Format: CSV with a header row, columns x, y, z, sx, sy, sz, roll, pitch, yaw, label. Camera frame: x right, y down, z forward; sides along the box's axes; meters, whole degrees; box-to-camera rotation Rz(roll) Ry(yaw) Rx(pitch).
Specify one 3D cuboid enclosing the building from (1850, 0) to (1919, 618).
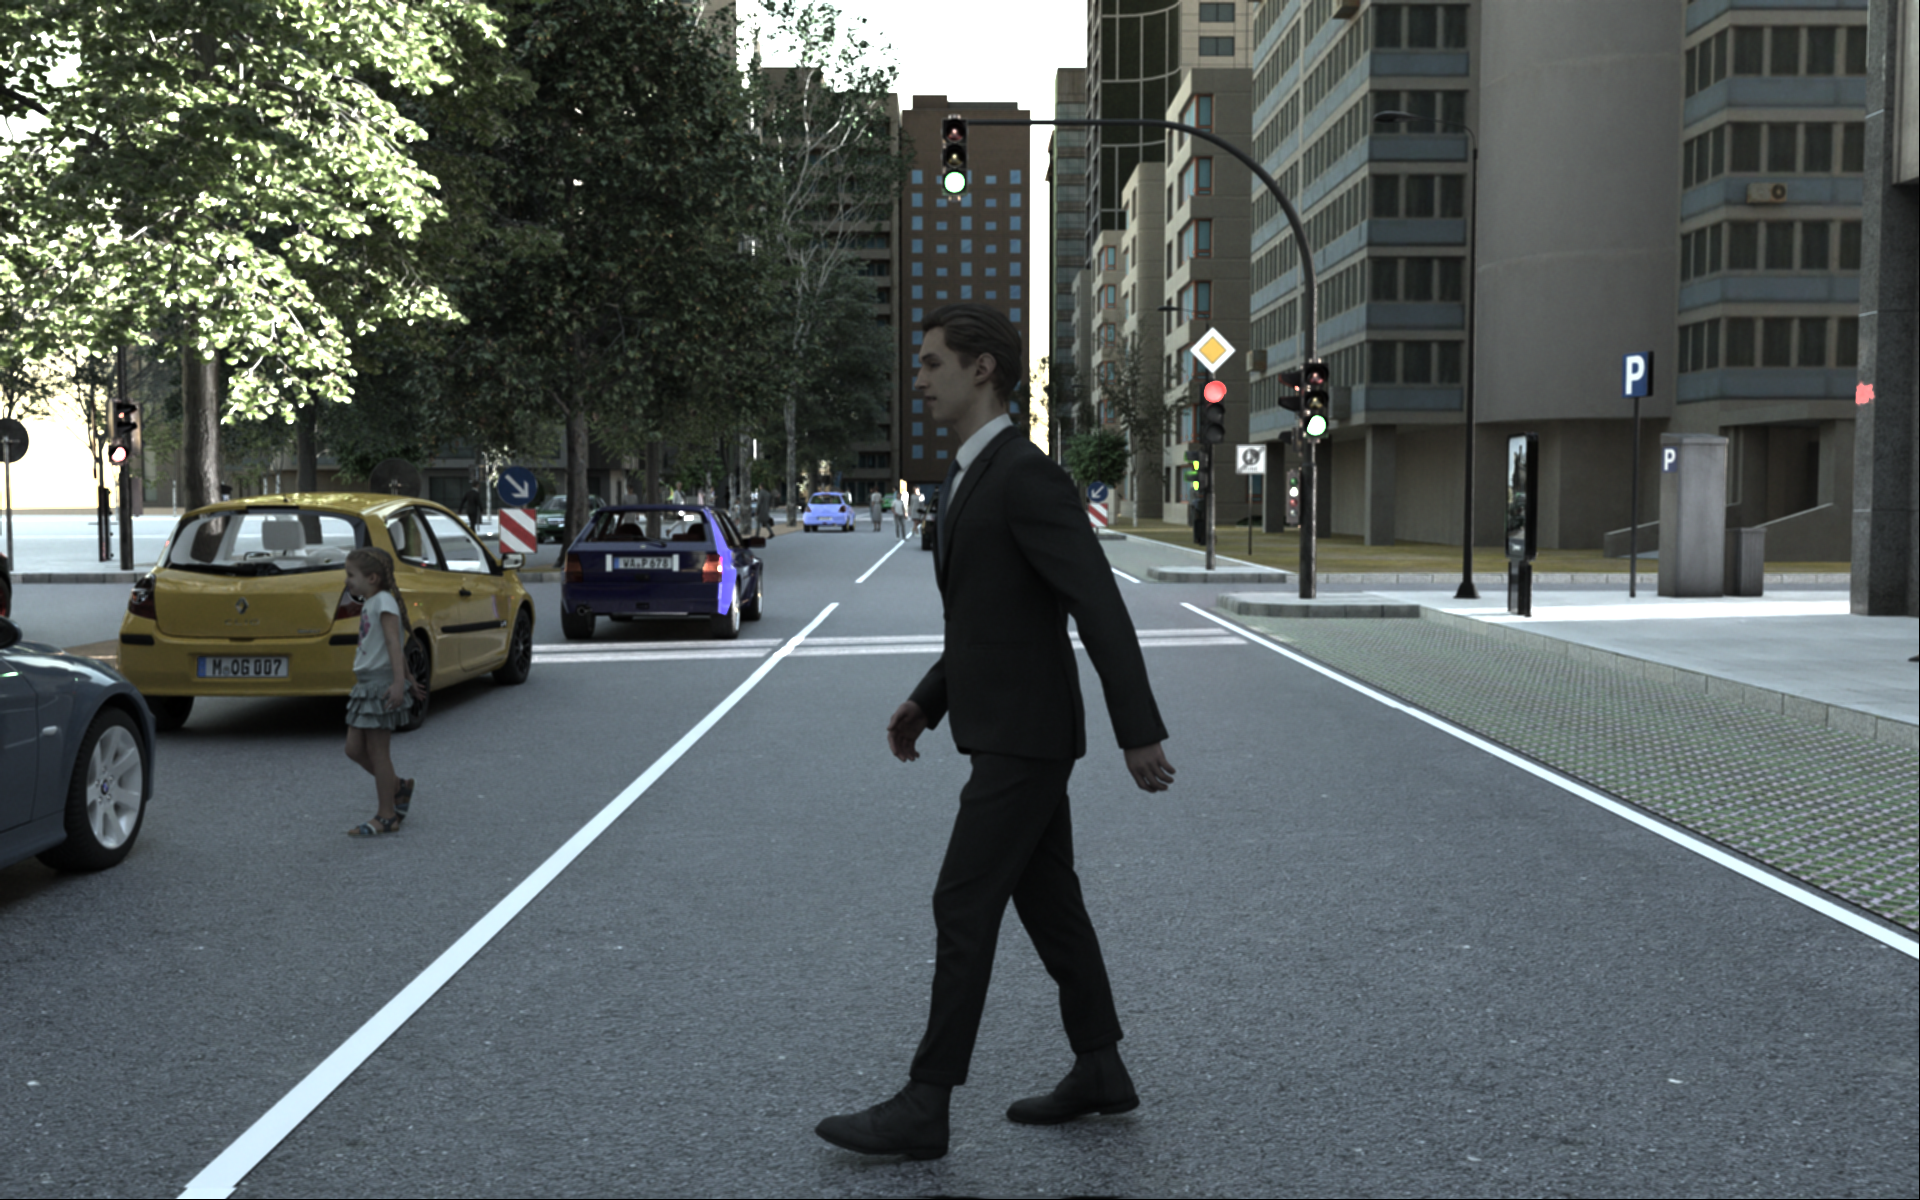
x,y,z,sx,sy,sz,roll,pitch,yaw,label
15.583,-11.615,7.922,12.078,24.808,19.932,0,4,0,building

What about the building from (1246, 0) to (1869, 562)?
x,y,z,sx,sy,sz,roll,pitch,yaw,label
21.359,-21.754,47.554,23.993,40.220,32.217,0,4,0,building

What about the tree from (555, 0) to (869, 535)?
x,y,z,sx,sy,sz,roll,pitch,yaw,label
-8.709,-12.380,60.766,12.611,20.169,13.585,0,3,0,tree

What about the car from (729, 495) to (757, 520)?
x,y,z,sx,sy,sz,roll,pitch,yaw,label
-11.610,-5.072,94.937,2.014,1.417,4.499,0,4,-1,car

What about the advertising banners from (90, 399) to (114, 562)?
x,y,z,sx,sy,sz,roll,pitch,yaw,label
-16.354,-2.250,32.976,0.090,3.025,2.074,-1,4,-18,advertising banners

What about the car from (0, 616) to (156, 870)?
x,y,z,sx,sy,sz,roll,pitch,yaw,label
-4.047,0.421,5.117,2.014,1.417,4.499,0,4,-2,car

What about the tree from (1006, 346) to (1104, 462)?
x,y,z,sx,sy,sz,roll,pitch,yaw,label
5.907,-10.717,109.633,7.601,10.594,8.767,0,4,8,tree

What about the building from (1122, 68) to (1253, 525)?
x,y,z,sx,sy,sz,roll,pitch,yaw,label
23.139,-14.681,85.072,27.650,21.520,28.899,0,4,0,building

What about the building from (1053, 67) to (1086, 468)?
x,y,z,sx,sy,sz,roll,pitch,yaw,label
16.044,-29.723,169.566,14.154,41.232,14.086,0,4,0,building

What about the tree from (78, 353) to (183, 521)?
x,y,z,sx,sy,sz,roll,pitch,yaw,label
-40.172,-8.089,82.616,4.737,8.622,4.395,0,3,0,tree

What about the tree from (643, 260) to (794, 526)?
x,y,z,sx,sy,sz,roll,pitch,yaw,label
-6.880,-6.089,52.367,4.737,8.622,4.395,0,3,0,tree

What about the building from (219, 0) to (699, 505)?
x,y,z,sx,sy,sz,roll,pitch,yaw,label
-36.194,-26.806,130.154,32.217,40.220,23.993,0,4,0,building

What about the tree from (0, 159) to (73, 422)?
x,y,z,sx,sy,sz,roll,pitch,yaw,label
-21.162,-5.279,36.666,4.360,8.622,3.978,0,3,0,tree

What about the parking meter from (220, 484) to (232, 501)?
x,y,z,sx,sy,sz,roll,pitch,yaw,label
-16.366,-1.841,38.511,0.372,1.533,0.369,0,3,0,parking meter

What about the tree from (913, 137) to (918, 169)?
x,y,z,sx,sy,sz,roll,pitch,yaw,label
-8.579,-13.308,75.927,12.611,20.169,13.585,0,3,0,tree

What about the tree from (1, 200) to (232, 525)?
x,y,z,sx,sy,sz,roll,pitch,yaw,label
-36.355,-9.942,72.923,12.009,13.543,11.850,0,3,0,tree

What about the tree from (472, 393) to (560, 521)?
x,y,z,sx,sy,sz,roll,pitch,yaw,label
-21.834,-8.380,87.383,4.360,8.622,3.978,0,3,0,tree

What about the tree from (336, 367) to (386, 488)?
x,y,z,sx,sy,sz,roll,pitch,yaw,label
-27.087,-8.210,84.599,4.737,8.622,4.395,0,3,0,tree

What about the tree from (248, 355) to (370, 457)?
x,y,z,sx,sy,sz,roll,pitch,yaw,label
-33.899,-9.574,90.946,7.601,10.594,8.767,-1,4,-15,tree

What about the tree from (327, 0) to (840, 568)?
x,y,z,sx,sy,sz,roll,pitch,yaw,label
-7.216,-6.907,32.387,9.611,12.733,9.660,0,3,0,tree

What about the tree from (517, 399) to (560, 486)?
x,y,z,sx,sy,sz,roll,pitch,yaw,label
-24.323,-9.176,100.396,4.737,8.622,4.395,0,3,0,tree

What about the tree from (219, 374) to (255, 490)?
x,y,z,sx,sy,sz,roll,pitch,yaw,label
-41.714,-9.061,98.503,4.360,8.622,3.978,0,3,0,tree

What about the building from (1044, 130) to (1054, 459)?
x,y,z,sx,sy,sz,roll,pitch,yaw,label
22.926,-33.467,201.816,28.867,44.769,22.147,0,4,0,building

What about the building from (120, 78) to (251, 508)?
x,y,z,sx,sy,sz,roll,pitch,yaw,label
-72.005,-29.744,169.914,14.086,41.232,14.154,0,4,0,building

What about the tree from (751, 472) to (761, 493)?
x,y,z,sx,sy,sz,roll,pitch,yaw,label
-16.961,-8.932,140.646,1.663,3.219,1.824,0,3,0,tree

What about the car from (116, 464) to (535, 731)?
x,y,z,sx,sy,sz,roll,pitch,yaw,label
-4.134,-0.102,11.895,2.015,1.641,3.980,0,3,0,car

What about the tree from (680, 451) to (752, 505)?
x,y,z,sx,sy,sz,roll,pitch,yaw,label
-17.182,-8.132,116.671,4.285,4.588,4.351,0,3,0,tree

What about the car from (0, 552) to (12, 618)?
x,y,z,sx,sy,sz,roll,pitch,yaw,label
-10.586,-0.382,16.035,2.009,1.686,4.222,0,4,2,car

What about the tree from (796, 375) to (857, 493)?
x,y,z,sx,sy,sz,roll,pitch,yaw,label
-7.540,-8.683,94.791,4.360,8.622,3.978,0,3,0,tree

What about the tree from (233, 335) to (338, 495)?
x,y,z,sx,sy,sz,roll,pitch,yaw,label
-33.138,-8.107,82.911,4.737,8.622,4.395,0,3,0,tree

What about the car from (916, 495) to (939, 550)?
x,y,z,sx,sy,sz,roll,pitch,yaw,label
-0.149,-2.187,45.547,2.009,1.686,4.222,0,4,-1,car

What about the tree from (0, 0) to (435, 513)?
x,y,z,sx,sy,sz,roll,pitch,yaw,label
-7.197,-5.855,16.319,7.486,12.596,7.792,0,3,0,tree

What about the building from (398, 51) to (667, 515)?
x,y,z,sx,sy,sz,roll,pitch,yaw,label
-27.403,-20.777,111.413,14.160,30.474,14.107,0,4,0,building

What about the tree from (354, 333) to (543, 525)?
x,y,z,sx,sy,sz,roll,pitch,yaw,label
-20.283,-9.004,72.969,9.928,11.665,9.643,0,3,0,tree

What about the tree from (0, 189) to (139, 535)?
x,y,z,sx,sy,sz,roll,pitch,yaw,label
-29.756,-7.261,53.128,8.767,10.594,7.601,-2,4,-31,tree

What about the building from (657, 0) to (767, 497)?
x,y,z,sx,sy,sz,roll,pitch,yaw,label
-30.094,-44.465,165.259,20.611,71.187,20.563,0,4,0,building

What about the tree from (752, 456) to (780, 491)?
x,y,z,sx,sy,sz,roll,pitch,yaw,label
-16.852,-10.011,147.388,4.285,4.588,4.351,0,3,0,tree

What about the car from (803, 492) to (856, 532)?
x,y,z,sx,sy,sz,roll,pitch,yaw,label
-4.990,-3.476,66.423,1.945,1.707,3.694,0,4,2,car

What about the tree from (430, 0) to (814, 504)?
x,y,z,sx,sy,sz,roll,pitch,yaw,label
-7.374,-7.366,41.023,7.486,12.596,7.792,0,3,0,tree

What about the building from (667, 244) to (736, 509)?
x,y,z,sx,sy,sz,roll,pitch,yaw,label
-27.317,-23.107,149.500,14.160,30.474,14.107,0,4,0,building

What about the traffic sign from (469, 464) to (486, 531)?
x,y,z,sx,sy,sz,roll,pitch,yaw,label
-16.569,-3.510,59.511,0.606,2.300,0.079,0,4,5,traffic sign

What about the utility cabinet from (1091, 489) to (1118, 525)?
x,y,z,sx,sy,sz,roll,pitch,yaw,label
6.015,-3.879,72.108,1.173,1.500,0.318,3,4,38,utility cabinet

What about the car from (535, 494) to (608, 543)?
x,y,z,sx,sy,sz,roll,pitch,yaw,label
-11.546,-2.457,51.972,2.131,1.459,4.920,0,4,-1,car

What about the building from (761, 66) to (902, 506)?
x,y,z,sx,sy,sz,roll,pitch,yaw,label
-17.284,-35.276,200.463,21.600,48.544,21.300,0,4,0,building

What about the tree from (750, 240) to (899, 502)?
x,y,z,sx,sy,sz,roll,pitch,yaw,label
-7.486,-10.906,87.433,9.857,13.997,8.962,0,3,0,tree

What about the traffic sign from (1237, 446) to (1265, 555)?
x,y,z,sx,sy,sz,roll,pitch,yaw,label
6.088,-2.090,36.293,0.606,2.300,0.079,0,4,6,traffic sign

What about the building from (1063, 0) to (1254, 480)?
x,y,z,sx,sy,sz,roll,pitch,yaw,label
19.761,-43.611,151.292,20.563,71.187,20.611,0,4,0,building

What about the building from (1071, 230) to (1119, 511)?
x,y,z,sx,sy,sz,roll,pitch,yaw,label
23.082,-17.313,128.112,27.650,21.520,28.899,0,4,0,building

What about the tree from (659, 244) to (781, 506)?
x,y,z,sx,sy,sz,roll,pitch,yaw,label
-6.942,-5.795,47.562,4.360,8.622,3.978,0,3,0,tree

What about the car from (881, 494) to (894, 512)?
x,y,z,sx,sy,sz,roll,pitch,yaw,label
-5.224,-7.794,136.220,1.959,1.807,4.718,0,4,1,car

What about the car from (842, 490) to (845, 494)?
x,y,z,sx,sy,sz,roll,pitch,yaw,label
-10.898,-8.760,151.905,2.281,1.827,5.304,0,4,-1,car

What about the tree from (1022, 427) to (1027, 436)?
x,y,z,sx,sy,sz,roll,pitch,yaw,label
6.070,-13.843,176.699,4.737,8.622,4.395,0,3,0,tree

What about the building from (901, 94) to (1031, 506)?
x,y,z,sx,sy,sz,roll,pitch,yaw,label
0.656,-33.480,197.503,14.200,45.320,14.600,0,4,0,building

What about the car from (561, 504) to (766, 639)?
x,y,z,sx,sy,sz,roll,pitch,yaw,label
-3.089,-0.360,18.465,1.945,1.354,3.894,0,4,-1,car

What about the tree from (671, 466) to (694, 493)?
x,y,z,sx,sy,sz,roll,pitch,yaw,label
-17.548,-6.977,108.673,1.663,3.219,1.824,0,3,0,tree

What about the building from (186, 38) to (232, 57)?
x,y,z,sx,sy,sz,roll,pitch,yaw,label
-75.142,-46.594,200.057,20.611,71.187,20.563,0,4,0,building

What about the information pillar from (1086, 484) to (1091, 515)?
x,y,z,sx,sy,sz,roll,pitch,yaw,label
6.517,-5.017,86.527,0.304,2.012,0.304,-2,4,-33,information pillar

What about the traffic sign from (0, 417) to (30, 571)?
x,y,z,sx,sy,sz,roll,pitch,yaw,label
-15.815,-1.753,28.773,0.768,2.556,0.104,0,4,6,traffic sign
